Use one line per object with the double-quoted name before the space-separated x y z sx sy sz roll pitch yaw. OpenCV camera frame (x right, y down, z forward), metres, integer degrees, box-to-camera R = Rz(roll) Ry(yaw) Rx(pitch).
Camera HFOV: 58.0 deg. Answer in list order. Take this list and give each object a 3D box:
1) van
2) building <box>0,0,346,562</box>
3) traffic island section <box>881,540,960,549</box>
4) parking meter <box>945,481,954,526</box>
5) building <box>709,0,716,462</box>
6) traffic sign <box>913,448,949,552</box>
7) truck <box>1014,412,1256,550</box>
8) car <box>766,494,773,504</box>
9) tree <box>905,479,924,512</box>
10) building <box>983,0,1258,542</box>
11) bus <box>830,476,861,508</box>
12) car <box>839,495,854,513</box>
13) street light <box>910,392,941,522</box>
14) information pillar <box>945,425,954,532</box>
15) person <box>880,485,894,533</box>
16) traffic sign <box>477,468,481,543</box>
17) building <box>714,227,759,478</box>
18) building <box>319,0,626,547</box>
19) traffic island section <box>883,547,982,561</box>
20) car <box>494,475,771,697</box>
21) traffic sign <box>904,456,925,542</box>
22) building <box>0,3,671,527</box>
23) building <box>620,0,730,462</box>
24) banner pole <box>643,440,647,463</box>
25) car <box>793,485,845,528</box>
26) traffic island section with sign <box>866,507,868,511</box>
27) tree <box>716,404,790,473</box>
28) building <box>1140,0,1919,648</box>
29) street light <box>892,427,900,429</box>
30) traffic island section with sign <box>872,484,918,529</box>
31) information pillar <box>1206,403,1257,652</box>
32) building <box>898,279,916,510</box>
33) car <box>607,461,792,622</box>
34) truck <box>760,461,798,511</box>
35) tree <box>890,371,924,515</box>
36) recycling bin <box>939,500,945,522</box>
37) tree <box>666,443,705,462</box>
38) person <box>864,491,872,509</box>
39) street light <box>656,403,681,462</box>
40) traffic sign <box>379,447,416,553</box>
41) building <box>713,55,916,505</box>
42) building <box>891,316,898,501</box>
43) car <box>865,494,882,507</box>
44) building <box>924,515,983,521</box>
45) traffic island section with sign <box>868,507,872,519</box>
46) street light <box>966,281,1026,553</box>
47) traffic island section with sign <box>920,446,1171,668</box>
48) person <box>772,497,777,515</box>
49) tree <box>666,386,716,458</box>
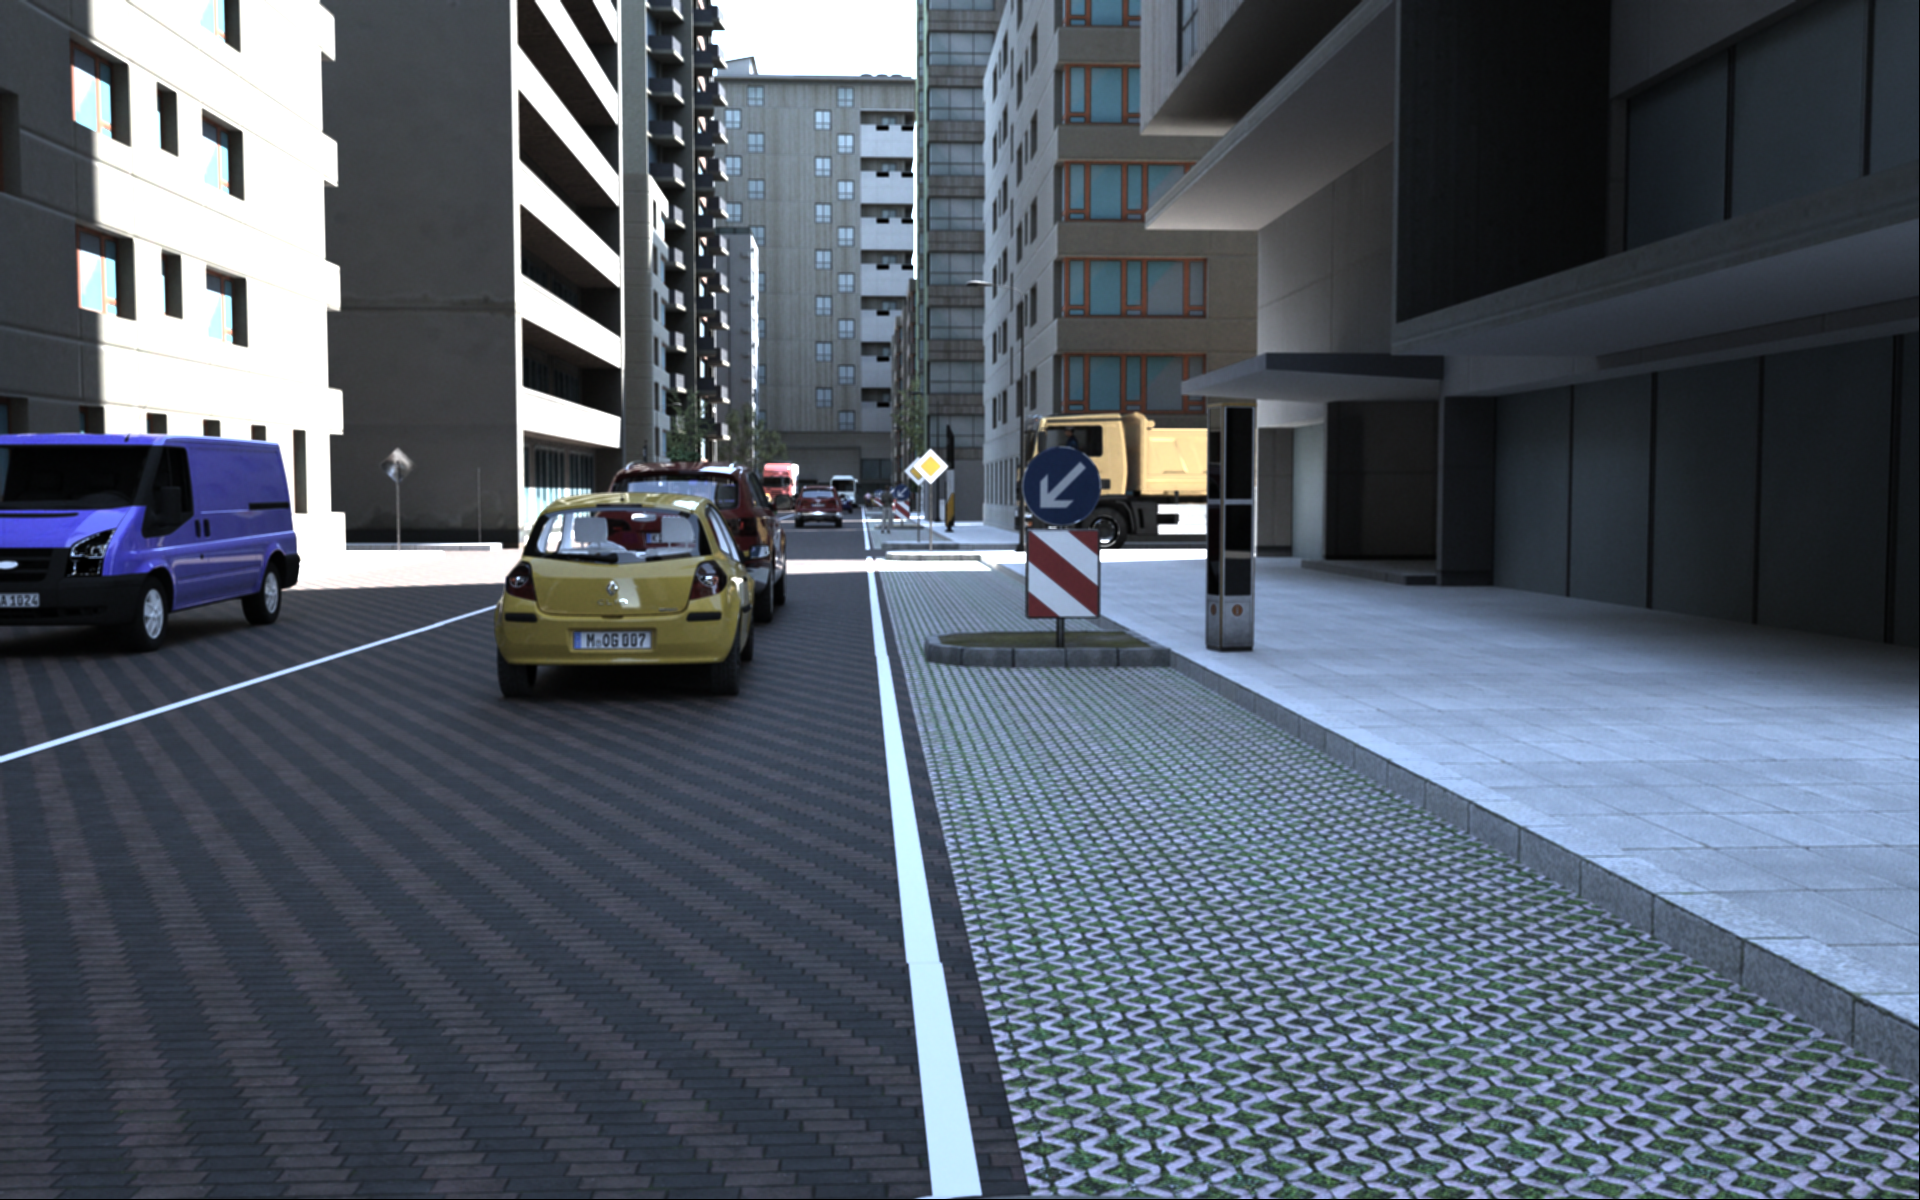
"van" -8.394 -0.797 17.418 2.240 2.365 5.245 0 4 -5
"building" -26.253 -10.720 20.308 28.899 21.520 27.650 0 4 -3
"traffic island section" -1.078 -1.454 46.053 2.009 0.180 2.903 0 4 -3
"parking meter" -0.411 -3.873 69.037 0.255 1.863 0.399 2 4 24
"building" -30.819 -43.981 157.340 20.563 71.187 20.611 0 4 -3
"traffic sign" -0.644 -2.102 38.003 0.795 2.450 0.064 0 4 -3
"truck" 5.430 -2.843 42.409 9.791 3.379 3.469 0 4 -5
"car" -15.611 -7.718 136.409 2.015 1.641 3.980 0 4 -4
"tree" -2.823 -7.911 123.947 1.663 3.219 1.824 0 3 0
"building" 16.188 -13.130 59.707 28.899 21.520 27.650 0 4 -3
"bus" -12.141 -11.553 183.751 2.948 3.499 13.247 0 4 -1
"car" -8.947 -7.175 129.892 1.945 1.354 3.894 0 4 -5
"street light" -1.541 -6.500 78.822 1.470 5.913 1.316 0 4 -3
"information pillar" -0.331 -4.106 58.494 0.183 3.616 0.504 -1 4 -22
"person" -2.631 -3.317 63.289 0.519 1.759 0.362 1 4 17
"traffic sign" -12.578 -2.550 45.339 0.795 2.450 0.064 0 4 -3
"building" -29.103 -25.503 188.668 14.107 30.474 14.160 0 4 -3
"building" -22.812 -26.307 53.825 21.300 48.544 21.600 0 4 -3
"traffic island section" -0.621 -0.966 38.081 2.009 0.180 2.903 0 4 -3
"car" -2.529 -0.214 13.727 2.015 1.641 3.980 0 4 -5
"traffic sign" -1.102 -2.589 45.975 0.795 2.450 0.064 0 4 -3
"building" -30.209 -14.828 87.469 27.650 21.520 28.899 0 4 -3
"building" -29.546 -29.287 133.471 22.147 44.769 28.867 0 4 -3
"banner pole" -14.500 -5.493 79.834 0.401 3.779 0.863 0 4 1
"car" -6.165 -4.104 75.767 2.281 1.827 5.304 0 4 -4
"traffic island section with sign" -6.943 -8.549 148.396 1.989 1.847 2.006 0 4 -3
"tree" -21.113 -14.643 173.819 8.767 10.594 7.601 0 4 1
"building" 17.807 -26.491 22.359 28.713 52.752 27.495 0 4 -3
"street light" -3.997 -9.062 120.701 1.470 5.913 1.316 0 4 -3
"traffic island section with sign" -2.486 -3.791 70.612 1.989 1.847 2.006 0 4 -3
"information pillar" 2.213 -0.592 14.171 0.304 2.012 0.304 -1 4 -16
"building" 8.926 -18.917 154.330 27.650 21.520 28.899 0 4 -3
"car" -3.191 -0.747 20.885 2.281 1.827 5.304 0 4 -3
"truck" -15.678 -9.928 151.232 2.839 4.237 11.283 0 4 -2
"tree" -2.061 -9.423 104.421 4.737 8.622 4.395 0 3 0
"recycling bin" -0.677 -4.150 80.408 0.722 1.027 0.722 -1 4 -8
"tree" -17.738 -7.773 110.805 4.285 4.588 4.351 0 3 0
"person" -7.959 -8.653 150.917 0.756 1.711 0.436 1 4 21
"street light" -14.972 -7.111 88.799 1.470 5.913 1.316 0 4 -3
"traffic sign" -12.121 -2.063 37.367 0.795 2.450 0.064 0 4 -3
"building" -16.850 -38.439 217.716 27.495 52.752 28.713 0 4 -3
"building" 6.764 -20.711 183.662 27.650 21.520 28.899 0 4 -3
"car" -9.047 -10.467 181.362 2.015 1.641 3.980 0 4 -4
"building" 5.119 -24.690 87.282 14.154 41.232 14.086 0 4 -3
"traffic island section with sign" -4.032 -5.440 97.574 1.989 1.847 2.006 0 4 -3
"street light" 0.828 -4.002 37.970 1.470 5.913 1.316 0 4 -3
"traffic island section with sign" 0.696 -0.398 15.137 1.989 1.847 2.006 0 4 -3
"person" -9.177 -4.472 85.865 0.306 1.304 0.590 1 4 10
"tree" -18.603 -10.196 117.075 4.737 8.622 4.395 0 3 0
